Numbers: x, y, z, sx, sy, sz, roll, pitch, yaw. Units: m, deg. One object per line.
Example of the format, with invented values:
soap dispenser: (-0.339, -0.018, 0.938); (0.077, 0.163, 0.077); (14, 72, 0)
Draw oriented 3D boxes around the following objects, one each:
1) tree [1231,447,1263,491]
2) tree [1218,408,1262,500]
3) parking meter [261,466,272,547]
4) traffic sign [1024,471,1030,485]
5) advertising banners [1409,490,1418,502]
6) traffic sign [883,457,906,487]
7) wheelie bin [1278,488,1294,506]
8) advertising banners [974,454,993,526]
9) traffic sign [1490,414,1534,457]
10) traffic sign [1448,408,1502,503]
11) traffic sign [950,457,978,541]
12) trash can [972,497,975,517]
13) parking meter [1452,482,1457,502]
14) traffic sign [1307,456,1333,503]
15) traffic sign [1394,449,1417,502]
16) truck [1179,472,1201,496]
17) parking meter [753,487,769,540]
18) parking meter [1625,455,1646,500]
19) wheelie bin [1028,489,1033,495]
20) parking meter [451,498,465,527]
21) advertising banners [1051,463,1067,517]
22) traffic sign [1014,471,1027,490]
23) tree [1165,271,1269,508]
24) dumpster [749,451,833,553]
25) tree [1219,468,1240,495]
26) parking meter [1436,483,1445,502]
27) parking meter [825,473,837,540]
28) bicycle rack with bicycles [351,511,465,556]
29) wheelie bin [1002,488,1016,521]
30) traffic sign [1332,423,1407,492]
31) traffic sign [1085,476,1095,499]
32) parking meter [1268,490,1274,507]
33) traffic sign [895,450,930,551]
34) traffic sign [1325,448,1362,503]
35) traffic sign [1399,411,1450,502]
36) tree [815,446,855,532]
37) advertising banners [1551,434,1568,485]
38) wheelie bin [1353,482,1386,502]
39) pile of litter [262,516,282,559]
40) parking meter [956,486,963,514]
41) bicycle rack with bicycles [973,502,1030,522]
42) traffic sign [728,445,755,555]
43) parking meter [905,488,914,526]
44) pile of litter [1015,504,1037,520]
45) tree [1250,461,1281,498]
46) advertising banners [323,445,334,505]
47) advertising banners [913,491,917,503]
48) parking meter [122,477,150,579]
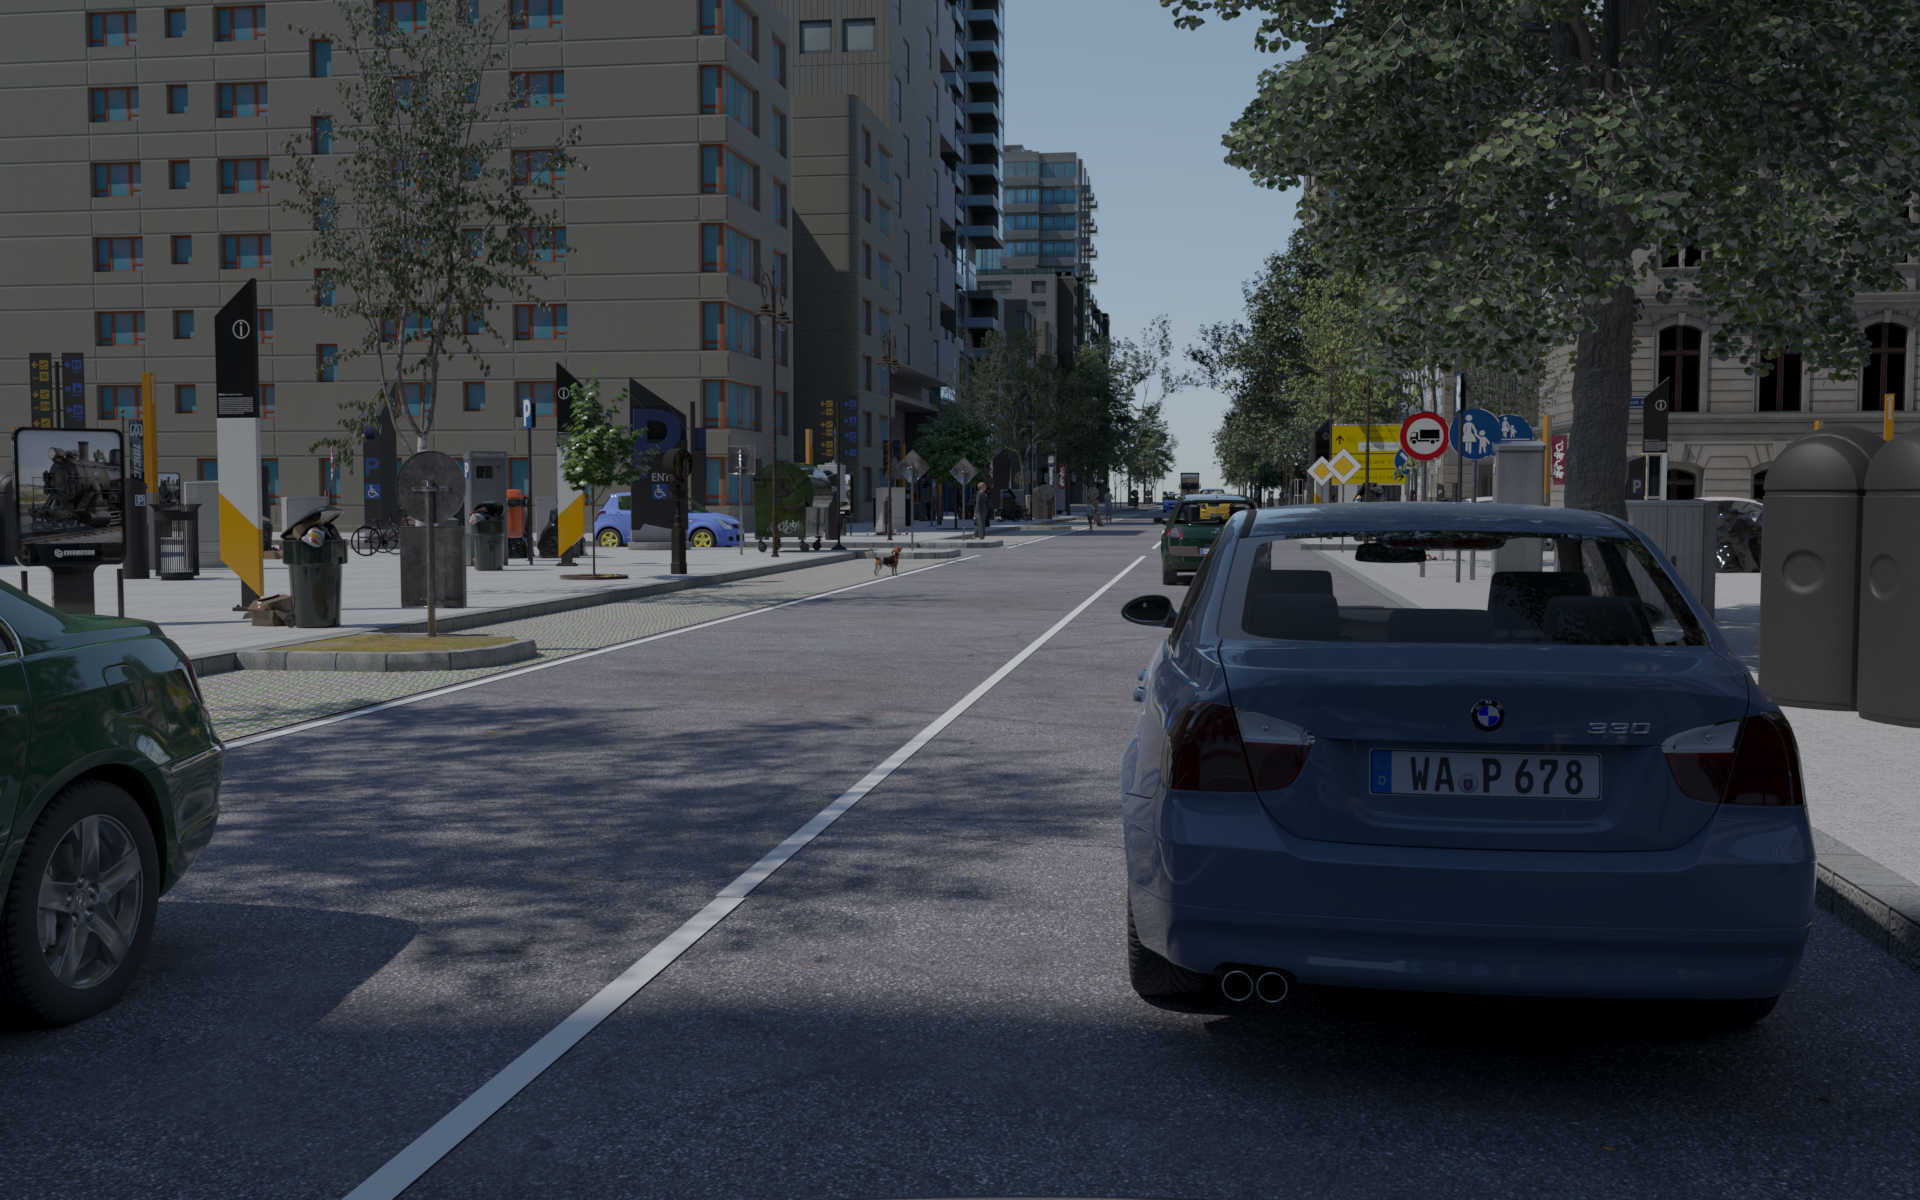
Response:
tree: (23.955, -11.612, 140.222); (4.360, 8.622, 3.978); (0, 3, 0)
tree: (31.493, -15.864, 185.128); (9.928, 11.665, 9.643); (0, 3, 0)
parking meter: (-14.387, -1.838, 35.768); (0.255, 1.863, 0.399); (-1, 4, -15)
traffic sign: (3.594, -5.911, 96.753); (0.768, 2.556, 0.104); (1, 4, 12)
advertising banners: (16.692, -4.142, 63.909); (0.090, 3.025, 2.074); (2, 4, 26)
traffic sign: (-2.250, -3.672, 60.045); (0.884, 2.594, 0.081); (1, 4, 15)
wheelie bin: (18.080, -5.397, 96.143); (0.693, 1.594, 0.980); (-3, 4, -37)
advertising banners: (1.004, -4.559, 70.727); (0.090, 3.025, 2.074); (2, 4, 24)
traffic sign: (8.727, -1.684, 27.636); (0.768, 2.556, 0.104); (1, 4, 12)
traffic sign: (7.654, -1.571, 25.791); (0.768, 2.556, 0.104); (1, 4, 13)
traffic sign: (0.102, -2.659, 47.122); (0.795, 2.450, 0.064); (1, 4, 8)
trash can: (1.018, -5.193, 96.551); (0.748, 1.137, 0.748); (0, 3, 0)
parking meter: (24.774, -4.941, 86.488); (0.399, 1.863, 0.255); (-2, 4, -33)
traffic sign: (9.539, -2.572, 45.695); (0.795, 2.450, 0.064); (1, 4, 8)
traffic sign: (12.052, -2.843, 46.591); (0.768, 2.556, 0.104); (1, 4, 11)
truck: (30.106, -14.549, 226.787); (2.839, 4.237, 11.283); (0, 4, 8)
parking meter: (-5.558, -2.614, 48.450); (0.399, 1.863, 0.255); (1, 4, 20)
parking meter: (10.045, -1.241, 26.007); (0.399, 1.863, 0.255); (-2, 4, -24)
wheelie bin: (4.849, -6.471, 113.708); (0.980, 1.594, 0.693); (-2, 4, -24)
parking meter: (-11.821, -1.986, 40.878); (0.372, 1.533, 0.369); (0, 3, 0)
advertising banners: (5.066, -6.234, 98.112); (2.074, 3.025, 0.090); (-1, 4, -9)
traffic sign: (3.368, -5.890, 96.408); (0.768, 2.556, 0.104); (1, 4, 15)
tree: (25.076, -17.978, 149.832); (12.611, 20.169, 13.585); (0, 3, 0)
dumpster: (-3.776, -2.209, 38.619); (1.502, 2.255, 1.985); (1, 4, 8)
tree: (43.986, -21.530, 270.140); (7.486, 12.596, 7.792); (0, 3, 0)
parking meter: (25.685, -5.313, 92.571); (0.399, 1.863, 0.255); (2, 4, 23)
parking meter: (-3.577, -2.602, 48.253); (0.399, 1.863, 0.255); (-2, 4, -27)
bicycle rack with bicycles: (-11.654, -1.451, 37.103); (2.925, 0.926, 2.852); (-2, 4, -26)
wheelie bin: (2.368, -4.649, 83.921); (0.693, 1.594, 0.980); (0, 4, -6)
traffic sign: (11.852, -3.439, 50.098); (2.265, 3.308, 0.079); (1, 4, 18)
traffic sign: (9.109, -7.425, 121.504); (0.768, 2.556, 0.104); (1, 4, 13)
parking meter: (18.145, -5.664, 101.011); (0.372, 1.533, 0.369); (0, 3, 0)
traffic sign: (-1.079, -2.176, 39.224); (0.795, 2.450, 0.064); (1, 4, 8)
traffic sign: (8.357, -2.089, 37.797); (0.795, 2.450, 0.064); (1, 4, 8)
traffic sign: (7.146, -1.625, 26.681); (0.768, 2.556, 0.104); (1, 4, 11)
tree: (-4.600, -3.965, 59.433); (1.663, 3.219, 1.824); (0, 3, 0)
advertising banners: (18.209, -3.325, 50.544); (2.074, 3.025, 0.090); (3, 4, 38)
wheelie bin: (11.117, -2.386, 46.920); (0.980, 1.594, 0.693); (-3, 5, -42)
pile of litter: (-13.689, -1.249, 34.379); (1.719, 0.858, 1.176); (-3, 4, -37)
parking meter: (-0.015, -6.539, 112.615); (0.399, 1.863, 0.255); (-3, 4, -39)
bicycle rack with bicycles: (2.073, -4.088, 80.226); (2.925, 0.926, 2.852); (-3, 4, -38)
traffic sign: (-4.597, -2.095, 36.380); (0.606, 2.300, 0.079); (1, 4, 16)
parking meter: (-2.030, -3.712, 69.096); (0.372, 1.533, 0.369); (0, 3, 0)
pile of litter: (3.083, -4.455, 86.804); (1.719, 0.858, 1.176); (-1, 4, -13)
tree: (23.523, -8.987, 130.643); (4.285, 4.588, 4.351); (0, 3, 0)
advertising banners: (-20.574, -3.687, 56.465); (0.090, 3.025, 2.074); (-2, 4, -27)
advertising banners: (-2.459, -5.800, 91.025); (2.074, 3.025, 0.090); (1, 4, 18)
parking meter: (-12.466, -1.086, 26.171); (0.372, 1.533, 0.369); (0, 3, 0)
